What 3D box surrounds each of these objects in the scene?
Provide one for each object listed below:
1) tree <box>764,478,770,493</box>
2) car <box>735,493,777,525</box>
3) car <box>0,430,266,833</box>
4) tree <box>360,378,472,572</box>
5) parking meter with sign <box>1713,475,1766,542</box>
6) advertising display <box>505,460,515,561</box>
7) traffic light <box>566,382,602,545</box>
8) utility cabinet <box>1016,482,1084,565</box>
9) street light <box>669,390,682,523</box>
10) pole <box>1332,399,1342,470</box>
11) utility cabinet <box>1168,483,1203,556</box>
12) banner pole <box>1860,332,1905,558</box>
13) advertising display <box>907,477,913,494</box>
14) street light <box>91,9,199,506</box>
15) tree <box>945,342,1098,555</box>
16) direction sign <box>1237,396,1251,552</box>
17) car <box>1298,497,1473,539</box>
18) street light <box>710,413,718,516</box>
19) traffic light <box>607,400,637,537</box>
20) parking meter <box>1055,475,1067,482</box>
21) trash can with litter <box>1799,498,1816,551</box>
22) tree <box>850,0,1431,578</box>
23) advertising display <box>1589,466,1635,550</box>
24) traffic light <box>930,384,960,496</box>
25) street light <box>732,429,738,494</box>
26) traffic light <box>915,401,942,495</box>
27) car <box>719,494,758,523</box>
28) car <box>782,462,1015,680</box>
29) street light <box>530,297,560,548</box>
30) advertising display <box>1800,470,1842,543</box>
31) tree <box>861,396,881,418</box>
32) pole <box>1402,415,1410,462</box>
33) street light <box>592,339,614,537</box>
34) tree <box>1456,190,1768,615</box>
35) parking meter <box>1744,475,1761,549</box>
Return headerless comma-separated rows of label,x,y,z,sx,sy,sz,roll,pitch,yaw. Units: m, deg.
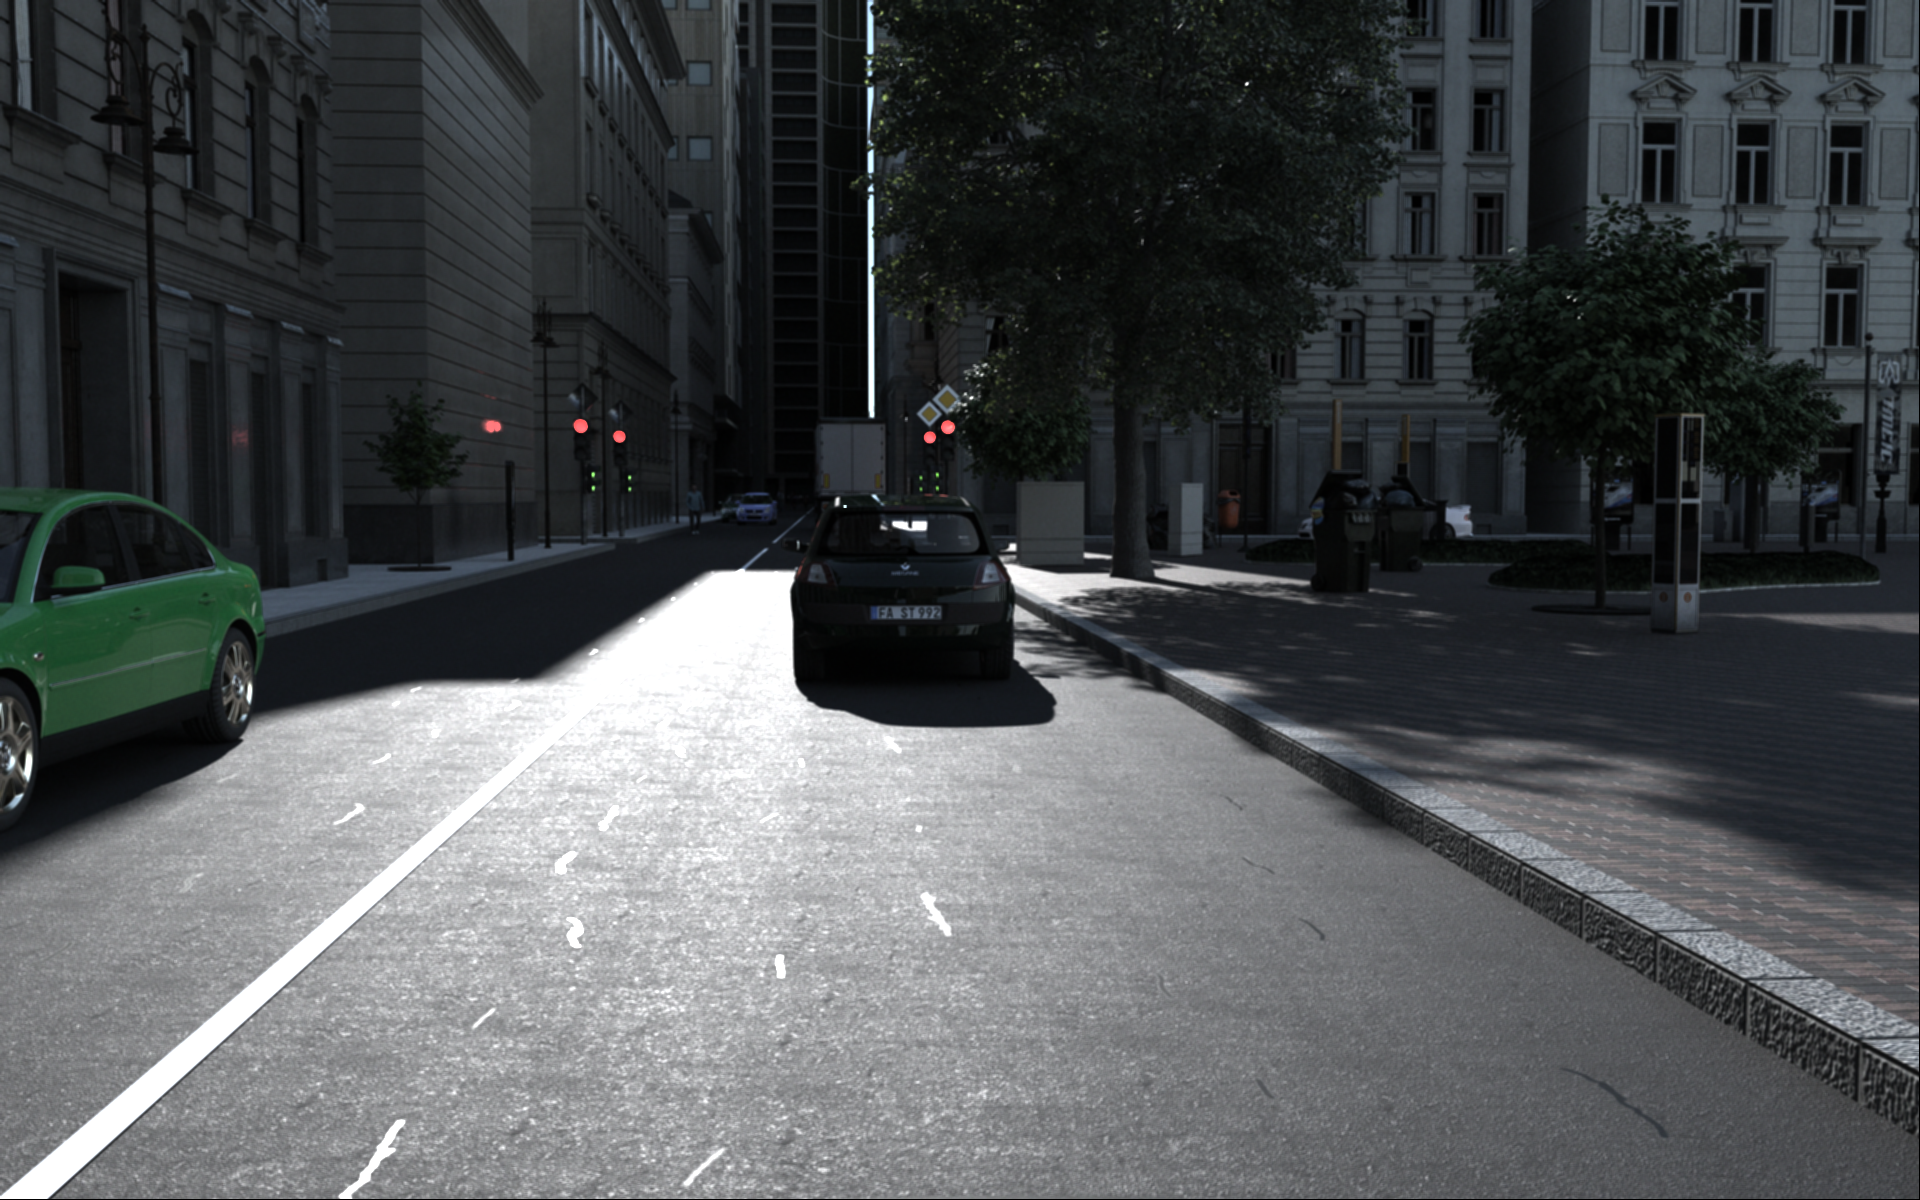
tree,-19.567,-10.881,172.503,1.663,3.219,1.824,0,3,0
car,-9.448,-4.347,80.658,1.945,1.707,3.694,0,4,-3
car,-4.979,0.012,8.608,1.959,1.807,4.718,0,4,-3
tree,-9.032,-2.102,28.966,1.663,3.219,1.824,0,3,0
parking meter with sign,21.009,-3.070,46.451,1.738,3.016,0.543,-2,4,-25
advertising display,-8.706,-1.733,33.552,0.123,1.923,0.974,-1,4,-12
traffic light,-9.478,-3.345,43.618,0.839,4.253,0.868,0,4,-4
utility cabinet,1.606,-1.359,30.895,1.173,1.500,0.318,-1,4,-12
street light,-12.410,-6.304,75.859,0.468,5.910,1.993,0,4,-4
pole,8.119,-2.661,37.350,0.158,3.312,0.155,0,3,0
utility cabinet,4.656,-1.660,35.817,0.318,1.500,1.173,2,4,30
banner pole,14.308,-2.261,26.987,0.863,3.779,0.401,-1,4,-13
advertising display,-1.874,-3.647,64.850,0.123,1.923,0.974,-1,4,-9
street light,-8.014,-2.716,17.197,0.468,5.910,1.993,0,4,-4
tree,1.334,-3.271,37.195,4.285,4.588,4.351,0,3,0
direction sign,6.348,-2.838,38.400,0.379,3.537,0.876,0,4,-1
car,11.865,-2.206,48.429,4.827,1.381,2.083,0,4,-6
street light,-14.147,-7.754,99.572,0.468,5.910,1.993,0,4,-4
traffic light,-10.078,-3.832,51.581,0.839,4.253,0.868,0,4,-4
parking meter,3.028,-2.827,51.932,0.255,1.863,0.399,2,4,28
trash can with litter,15.527,-1.248,31.457,1.678,1.210,2.233,2,4,29
tree,2.659,-7.322,26.378,9.857,13.997,8.962,0,3,0
advertising display,14.866,-2.097,39.502,0.974,1.923,0.123,0,4,0
traffic light,-0.344,-3.388,44.319,0.839,4.253,0.868,0,4,-4
street light,-16.030,-9.204,123.273,0.468,5.910,1.993,0,4,-4
traffic light,-0.943,-3.875,52.282,0.839,4.253,0.868,0,4,-4
car,-11.009,-4.600,87.013,2.131,1.459,4.920,0,4,-5
car,-0.531,-0.304,14.752,2.009,1.686,4.222,0,4,-4
street light,-9.776,-4.166,40.907,0.468,5.910,1.993,0,4,-4
advertising display,22.854,-2.495,46.011,0.974,1.923,0.123,3,5,44
tree,-5.590,-11.044,130.936,4.360,8.622,3.978,0,3,0
pole,11.455,-3.102,44.567,0.158,3.312,0.155,0,3,0
street light,-10.651,-4.832,51.787,0.468,5.910,1.993,0,4,-4
tree,7.112,-2.155,18.942,4.285,4.588,4.351,0,3,0
parking meter,18.458,-2.117,40.329,0.255,1.863,0.399,3,5,42
